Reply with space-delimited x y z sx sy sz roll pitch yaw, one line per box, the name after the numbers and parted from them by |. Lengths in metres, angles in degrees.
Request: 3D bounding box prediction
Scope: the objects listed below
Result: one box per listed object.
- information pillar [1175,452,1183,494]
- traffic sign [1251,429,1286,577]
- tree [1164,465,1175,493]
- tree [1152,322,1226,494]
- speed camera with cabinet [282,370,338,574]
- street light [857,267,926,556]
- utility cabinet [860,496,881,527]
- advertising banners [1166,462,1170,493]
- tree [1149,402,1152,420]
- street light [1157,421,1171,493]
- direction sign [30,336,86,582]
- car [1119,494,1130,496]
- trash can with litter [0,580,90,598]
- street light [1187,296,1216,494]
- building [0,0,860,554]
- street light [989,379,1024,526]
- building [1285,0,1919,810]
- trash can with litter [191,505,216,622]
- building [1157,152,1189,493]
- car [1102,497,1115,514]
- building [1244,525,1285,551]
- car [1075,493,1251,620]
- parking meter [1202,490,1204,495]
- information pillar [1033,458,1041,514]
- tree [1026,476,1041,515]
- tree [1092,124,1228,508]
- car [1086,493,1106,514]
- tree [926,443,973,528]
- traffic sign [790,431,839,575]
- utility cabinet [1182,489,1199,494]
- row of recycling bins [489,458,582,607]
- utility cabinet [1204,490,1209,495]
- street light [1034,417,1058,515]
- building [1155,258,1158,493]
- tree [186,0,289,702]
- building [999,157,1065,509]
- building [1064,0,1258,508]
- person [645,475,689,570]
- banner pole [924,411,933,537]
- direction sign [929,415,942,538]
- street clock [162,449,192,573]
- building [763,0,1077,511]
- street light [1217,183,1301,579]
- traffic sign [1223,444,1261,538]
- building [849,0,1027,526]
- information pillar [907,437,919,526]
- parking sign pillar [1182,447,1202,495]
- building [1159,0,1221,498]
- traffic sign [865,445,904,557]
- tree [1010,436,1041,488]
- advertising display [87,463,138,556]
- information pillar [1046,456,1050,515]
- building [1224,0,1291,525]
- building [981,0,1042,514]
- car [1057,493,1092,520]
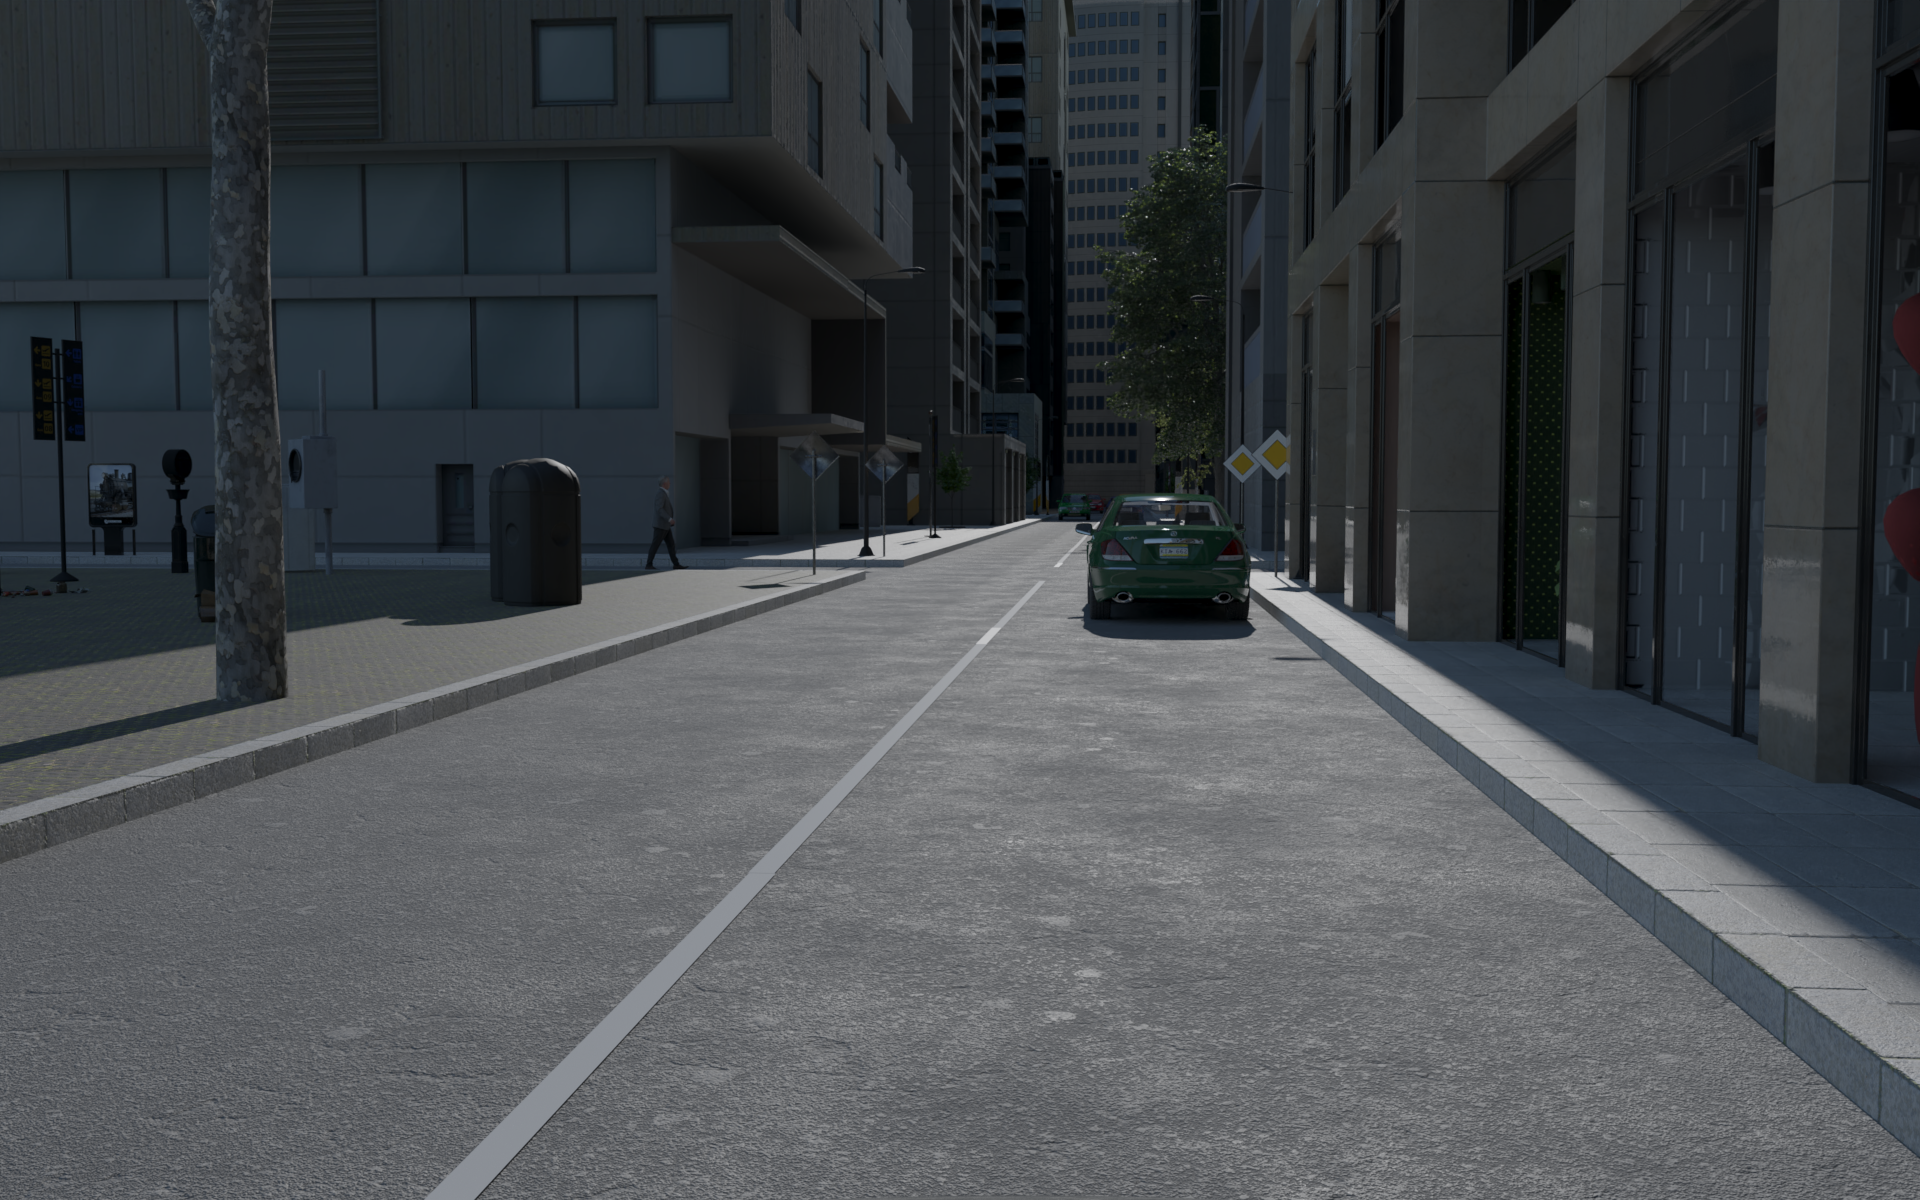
10.411 -5.571 82.444 0.183 3.616 0.504 -2 4 -28 | information pillar
4.894 -1.415 26.784 0.795 2.450 0.064 0 4 5 | traffic sign
13.875 -7.312 114.146 1.663 3.219 1.824 0 3 0 | tree
10.694 -7.335 70.285 4.360 8.622 3.978 0 3 0 | tree
-10.755 -2.065 28.097 0.660 3.252 2.038 -3 5 -40 | speed camera with cabinet
-1.404 -3.861 35.662 1.470 5.913 1.316 0 4 5 | street light
-3.603 -3.433 67.285 1.020 1.237 0.306 0 4 1 | utility cabinet
11.587 -6.140 96.583 0.090 3.025 2.074 0 4 2 | advertising banners
10.646 -7.899 79.516 4.360 8.622 3.978 0 3 0 | tree
9.316 -6.254 74.793 1.470 5.913 1.316 0 4 5 | street light
-13.162 -2.040 25.344 0.379 3.537 0.876 1 4 21 | direction sign
11.329 -6.541 117.169 2.015 1.641 3.980 0 4 6 | car
-11.930 -0.658 21.822 1.678 1.210 2.233 2 4 32 | trash can with litter
6.081 -4.165 40.635 1.470 5.913 1.316 0 4 5 | street light
-15.979 -28.105 48.753 28.713 52.752 27.495 0 4 5 | building
1.884 -5.950 69.816 1.470 5.913 1.316 0 4 5 | street light
12.960 -12.458 8.205 19.350 26.468 34.151 0 4 5 | building
-7.530 -0.389 17.742 0.624 1.170 1.055 -2 4 -24 | trash can with litter
24.472 -23.049 148.557 14.160 30.474 14.107 0 4 5 | building
7.157 -3.851 75.545 1.945 1.354 3.894 0 4 6 | car
21.125 -30.471 40.205 28.212 58.520 21.231 0 4 5 | building
2.473 -0.571 21.142 2.131 1.459 4.920 0 4 4 | car
13.248 -5.312 95.257 0.372 1.533 0.369 0 3 0 | parking meter
4.828 -7.181 108.768 0.504 3.616 0.183 0 4 -3 | information pillar
3.841 -6.842 106.472 1.663 3.219 1.824 0 3 0 | tree
9.140 -9.377 59.964 9.857 13.997 8.962 0 3 0 | tree
9.679 -7.268 127.872 2.155 1.783 4.494 0 4 4 | car
-0.246 -4.343 65.604 1.663 3.219 1.824 0 3 0 | tree
-2.315 -1.459 27.495 0.795 2.450 0.064 0 4 5 | traffic sign
10.982 -4.595 83.801 1.173 1.500 0.318 -1 4 -20 | utility cabinet
-5.304 -0.869 21.326 1.069 1.692 3.534 -1 4 -18 | row of recycling bins
13.829 -5.609 100.393 1.173 1.500 0.318 2 4 24 | utility cabinet
5.164 -8.038 103.970 1.470 5.913 1.316 0 4 5 | street light
25.969 -23.959 163.426 14.160 30.474 14.107 0 4 5 | building
-3.550 -9.515 11.465 12.611 20.169 13.585 0 3 0 | tree
1.691 -23.053 148.621 14.160 30.474 14.107 0 4 5 | building
19.234 -40.400 202.536 28.212 58.520 21.231 0 4 5 | building
-5.446 -1.425 32.191 0.834 1.777 0.661 -1 4 -15 | person
-0.897 -3.787 51.938 0.401 3.779 0.863 0 4 3 | banner pole
-0.723 -3.563 50.259 0.379 3.537 0.876 -1 4 -9 | direction sign
-12.659 -1.436 28.052 0.358 2.002 0.471 1 4 10 | street clock
-2.707 -35.641 171.966 27.495 52.752 28.713 0 4 5 | building
4.668 -3.270 26.010 1.470 5.913 1.316 0 4 5 | street light
5.658 -1.902 34.733 0.795 2.450 0.064 0 4 5 | traffic sign
-7.361 -39.220 79.505 20.563 71.187 20.611 0 4 5 | building
-1.920 -4.837 70.446 0.504 3.616 0.183 0 4 -2 | information pillar
11.975 -6.181 89.533 1.447 3.967 1.447 -2 4 -26 | parking sign pillar
25.671 -42.296 129.793 20.563 71.187 20.611 0 4 5 | building
-1.552 -1.945 35.443 0.795 2.450 0.064 0 4 5 | traffic sign
2.806 -7.043 98.867 4.285 4.588 4.351 0 3 0 | tree
-17.665 -1.890 36.114 0.974 1.923 0.123 0 4 1 | advertising display
5.335 -6.983 105.528 0.183 3.616 0.504 0 4 -6 | information pillar
24.666 -33.717 93.266 21.231 58.520 28.212 0 4 5 | building
-4.889 -49.679 124.925 22.319 86.520 31.000 0 4 5 | building
6.312 -5.299 95.430 1.959 1.807 4.718 0 4 4 | car
